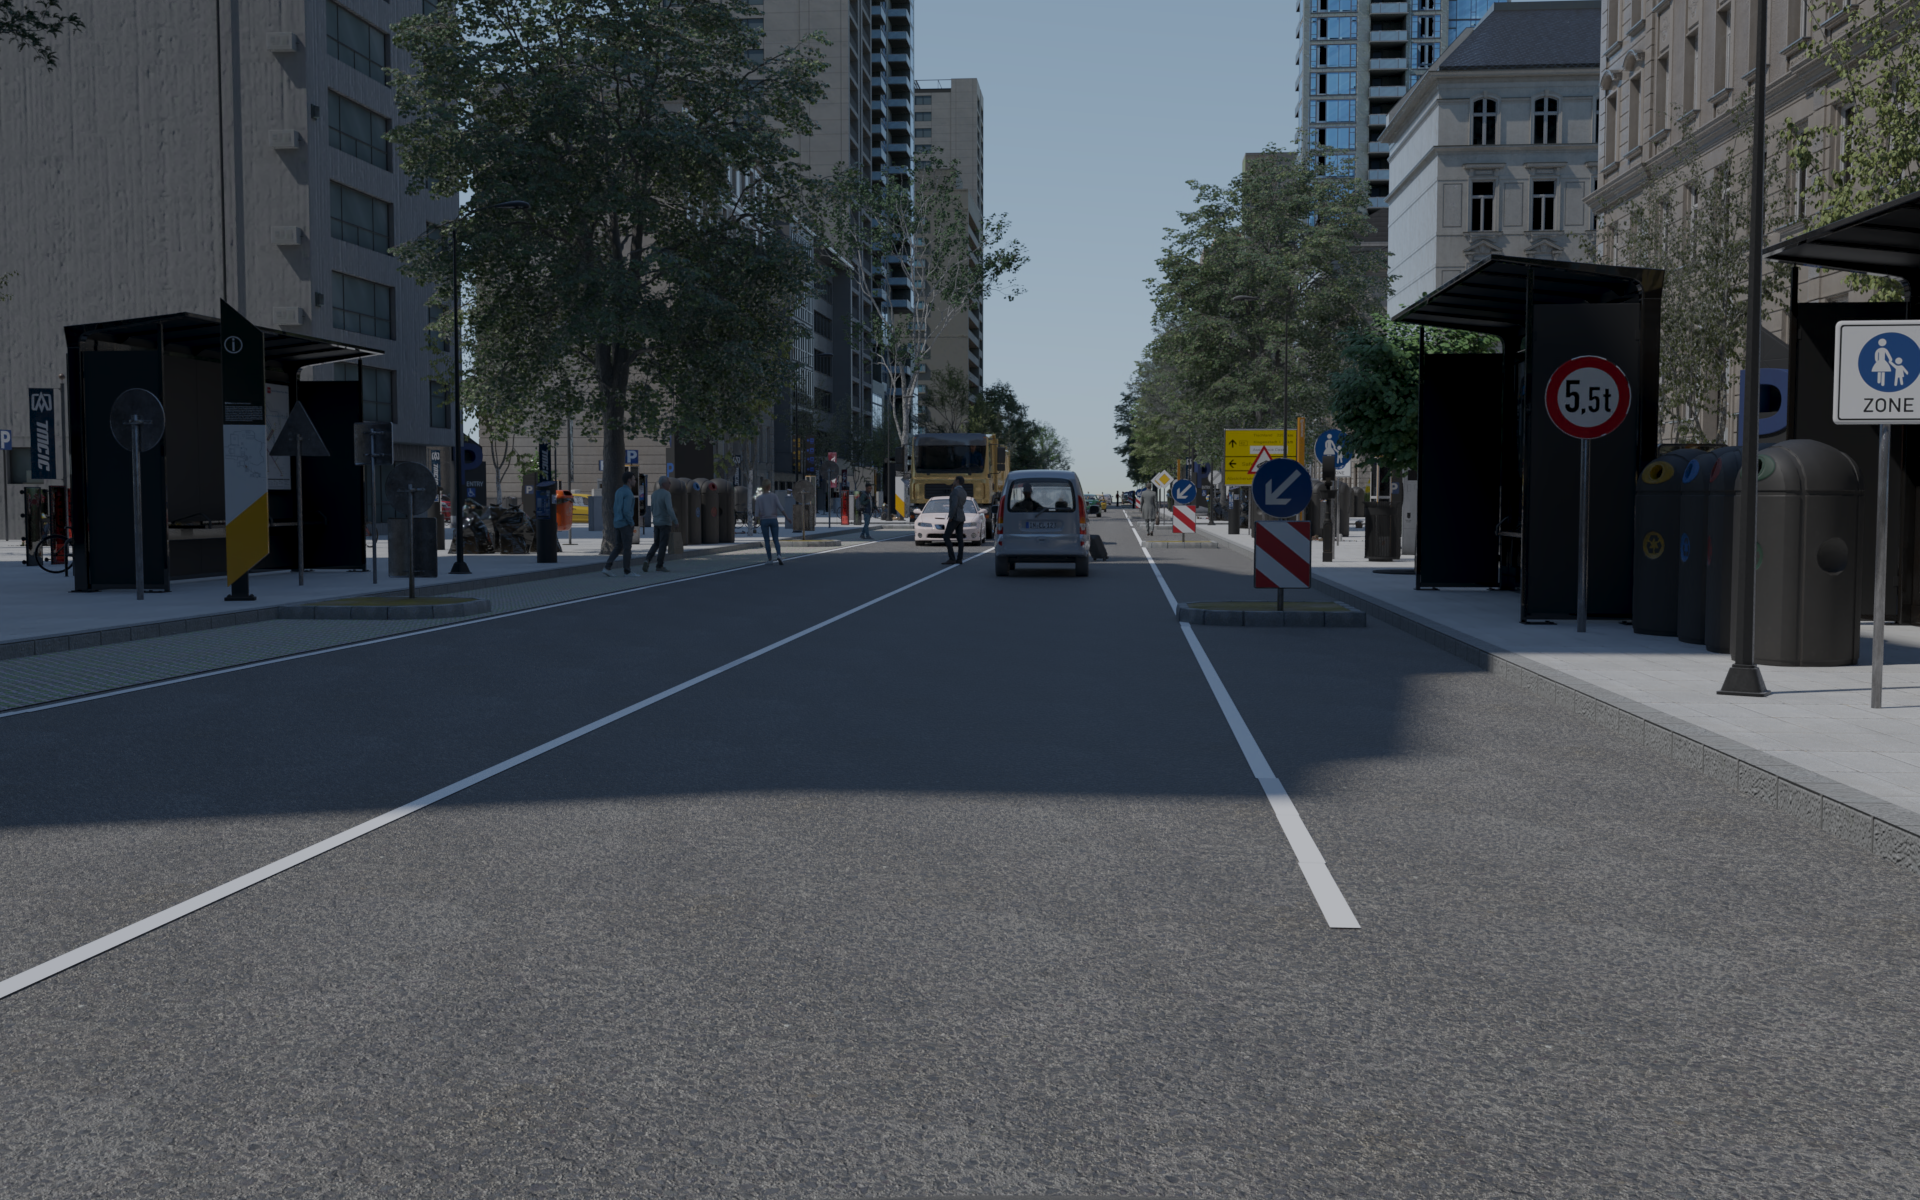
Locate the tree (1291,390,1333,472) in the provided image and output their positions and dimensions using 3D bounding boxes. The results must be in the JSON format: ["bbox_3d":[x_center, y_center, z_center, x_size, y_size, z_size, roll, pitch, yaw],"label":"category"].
[{"bbox_3d":[22.739,-9.989,113.679,4.360,8.622,3.978,0,3,0],"label":"tree"}]

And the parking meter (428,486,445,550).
[{"bbox_3d":[-12.001,-1.912,39.675,0.372,1.533,0.369,0,3,0],"label":"parking meter"}]

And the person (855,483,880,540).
[{"bbox_3d":[-2.896,-2.767,54.095,0.721,1.781,0.623,1,4,8],"label":"person"}]

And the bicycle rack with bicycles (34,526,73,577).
[{"bbox_3d":[-13.404,-0.895,28.015,2.925,0.926,2.852,-1,4,-12],"label":"bicycle rack with bicycles"}]

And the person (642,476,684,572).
[{"bbox_3d":[-5.394,-1.376,31.490,0.782,1.767,0.515,3,5,43],"label":"person"}]

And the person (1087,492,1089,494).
[{"bbox_3d":[17.188,-13.554,230.628,0.721,1.766,1.217,-1,4,-20],"label":"person"}]

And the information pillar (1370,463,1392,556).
[{"bbox_3d":[8.127,-1.772,33.472,0.304,2.012,0.304,-1,4,-14],"label":"information pillar"}]

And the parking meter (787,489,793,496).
[{"bbox_3d":[-8.271,-4.669,84.742,0.372,1.533,0.369,0,3,0],"label":"parking meter"}]

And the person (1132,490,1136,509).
[{"bbox_3d":[17.123,-9.884,170.234,0.705,1.807,1.348,-1,4,-12],"label":"person"}]

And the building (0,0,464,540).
[{"bbox_3d":[-23.935,-17.272,54.093,14.107,30.474,14.160,0,4,5],"label":"building"}]

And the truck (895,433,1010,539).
[{"bbox_3d":[0.053,-3.774,57.626,3.469,3.379,9.791,0,4,6],"label":"truck"}]

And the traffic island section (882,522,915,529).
[{"bbox_3d":[-2.099,-3.044,72.046,2.009,0.180,2.903,0,4,5],"label":"traffic island section"}]

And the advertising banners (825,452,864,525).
[{"bbox_3d":[-4.730,-4.606,71.490,2.074,3.025,0.090,3,5,43],"label":"advertising banners"}]

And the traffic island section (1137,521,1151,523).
[{"bbox_3d":[9.112,-3.473,79.059,2.009,0.180,2.903,0,4,5],"label":"traffic island section"}]

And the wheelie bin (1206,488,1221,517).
[{"bbox_3d":[14.241,-5.430,96.685,0.980,1.594,0.693,-1,4,-22],"label":"wheelie bin"}]

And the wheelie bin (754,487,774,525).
[{"bbox_3d":[-8.241,-3.979,72.964,0.980,1.594,0.693,1,4,18],"label":"wheelie bin"}]

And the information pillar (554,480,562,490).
[{"bbox_3d":[-21.017,-5.267,90.604,0.304,2.012,0.304,2,4,29],"label":"information pillar"}]

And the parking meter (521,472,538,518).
[{"bbox_3d":[-11.386,-2.456,45.872,0.399,1.863,0.255,0,4,0],"label":"parking meter"}]

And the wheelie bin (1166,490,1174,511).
[{"bbox_3d":[16.169,-7.597,132.119,0.980,1.594,0.693,-1,4,-11],"label":"wheelie bin"}]

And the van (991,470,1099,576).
[{"bbox_3d":[1.532,-1.499,31.521,2.013,2.044,4.112,0,4,4],"label":"van"}]

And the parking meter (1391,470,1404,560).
[{"bbox_3d":[8.457,-1.726,33.930,0.399,1.863,0.255,0,4,-4],"label":"parking meter"}]

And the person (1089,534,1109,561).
[{"bbox_3d":[2.535,-1.715,36.762,1.509,1.804,0.699,-2,4,-33],"label":"person"}]

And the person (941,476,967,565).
[{"bbox_3d":[-0.110,-1.630,35.334,0.473,1.802,0.592,3,5,41],"label":"person"}]

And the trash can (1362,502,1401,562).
[{"bbox_3d":[8.000,-1.300,32.910,0.748,1.137,0.748,0,3,0],"label":"trash can"}]

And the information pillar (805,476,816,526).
[{"bbox_3d":[-6.042,-4.016,70.155,0.304,2.012,0.304,3,5,43],"label":"information pillar"}]

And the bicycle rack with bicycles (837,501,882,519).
[{"bbox_3d":[-5.020,-4.678,89.862,2.925,0.926,2.852,-2,4,-25],"label":"bicycle rack with bicycles"}]

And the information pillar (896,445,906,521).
[{"bbox_3d":[-2.846,-5.593,82.795,0.504,3.616,0.183,2,4,29],"label":"information pillar"}]

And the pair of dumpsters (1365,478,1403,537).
[{"bbox_3d":[10.402,-2.282,39.811,1.574,2.255,4.437,0,4,5],"label":"pair of dumpsters"}]

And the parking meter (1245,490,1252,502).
[{"bbox_3d":[15.080,-5.014,90.393,0.372,1.533,0.369,0,3,0],"label":"parking meter"}]

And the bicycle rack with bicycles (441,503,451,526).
[{"bbox_3d":[-21.719,-3.462,69.994,2.852,0.926,2.925,1,4,16],"label":"bicycle rack with bicycles"}]

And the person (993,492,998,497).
[{"bbox_3d":[1.465,-3.419,64.611,0.699,1.804,1.509,-2,4,-32],"label":"person"}]

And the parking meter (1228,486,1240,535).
[{"bbox_3d":[8.701,-2.847,54.963,0.372,1.533,0.369,0,3,0],"label":"parking meter"}]

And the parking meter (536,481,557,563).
[{"bbox_3d":[-7.706,-1.460,32.280,0.372,1.533,0.369,0,3,0],"label":"parking meter"}]

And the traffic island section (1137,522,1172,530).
[{"bbox_3d":[8.400,-2.986,71.106,2.009,0.180,2.903,0,4,5],"label":"traffic island section"}]

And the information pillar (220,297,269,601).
[{"bbox_3d":[-8.585,-1.799,20.768,0.504,3.616,0.183,-1,4,-15],"label":"information pillar"}]

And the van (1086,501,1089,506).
[{"bbox_3d":[2.759,-2.666,50.604,2.013,2.044,4.112,0,4,6],"label":"van"}]

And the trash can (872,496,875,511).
[{"bbox_3d":[-6.658,-7.164,128.784,0.748,1.137,0.748,0,3,0],"label":"trash can"}]

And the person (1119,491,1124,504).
[{"bbox_3d":[23.039,-14.503,245.621,0.705,1.824,1.348,3,5,43],"label":"person"}]

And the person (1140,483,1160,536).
[{"bbox_3d":[6.540,-3.113,59.499,0.694,1.812,0.767,1,4,18],"label":"person"}]

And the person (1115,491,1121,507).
[{"bbox_3d":[17.923,-11.503,196.544,0.705,1.831,1.348,-1,4,-22],"label":"person"}]

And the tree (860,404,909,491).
[{"bbox_3d":[-6.274,-11.688,141.469,4.737,8.622,4.395,0,3,0],"label":"tree"}]

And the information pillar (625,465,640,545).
[{"bbox_3d":[-8.355,-2.417,44.018,0.304,2.012,0.304,3,5,42],"label":"information pillar"}]

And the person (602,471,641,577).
[{"bbox_3d":[-5.846,-1.304,29.834,0.620,1.820,0.660,-3,4,-38],"label":"person"}]

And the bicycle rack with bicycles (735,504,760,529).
[{"bbox_3d":[-8.575,-3.149,64.869,2.925,0.926,2.852,2,4,30],"label":"bicycle rack with bicycles"}]

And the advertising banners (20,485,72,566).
[{"bbox_3d":[-16.462,-2.162,31.538,0.090,3.025,2.074,0,4,4],"label":"advertising banners"}]

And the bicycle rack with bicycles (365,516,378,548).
[{"bbox_3d":[-15.665,-1.709,41.323,2.925,0.926,2.852,3,5,41],"label":"bicycle rack with bicycles"}]

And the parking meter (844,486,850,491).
[{"bbox_3d":[-7.713,-6.864,117.937,0.255,1.863,0.399,-3,4,-37],"label":"parking meter"}]

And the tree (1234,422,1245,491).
[{"bbox_3d":[23.776,-12.112,148.392,4.737,8.622,4.395,0,3,0],"label":"tree"}]

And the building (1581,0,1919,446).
[{"bbox_3d":[25.758,-15.162,45.169,12.463,27.353,25.104,0,4,5],"label":"building"}]

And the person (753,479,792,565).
[{"bbox_3d":[-3.748,-1.581,35.015,0.731,1.740,0.598,-2,4,-28],"label":"person"}]

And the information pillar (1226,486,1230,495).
[{"bbox_3d":[18.577,-7.906,120.622,0.183,3.616,0.504,-3,5,-45],"label":"information pillar"}]
